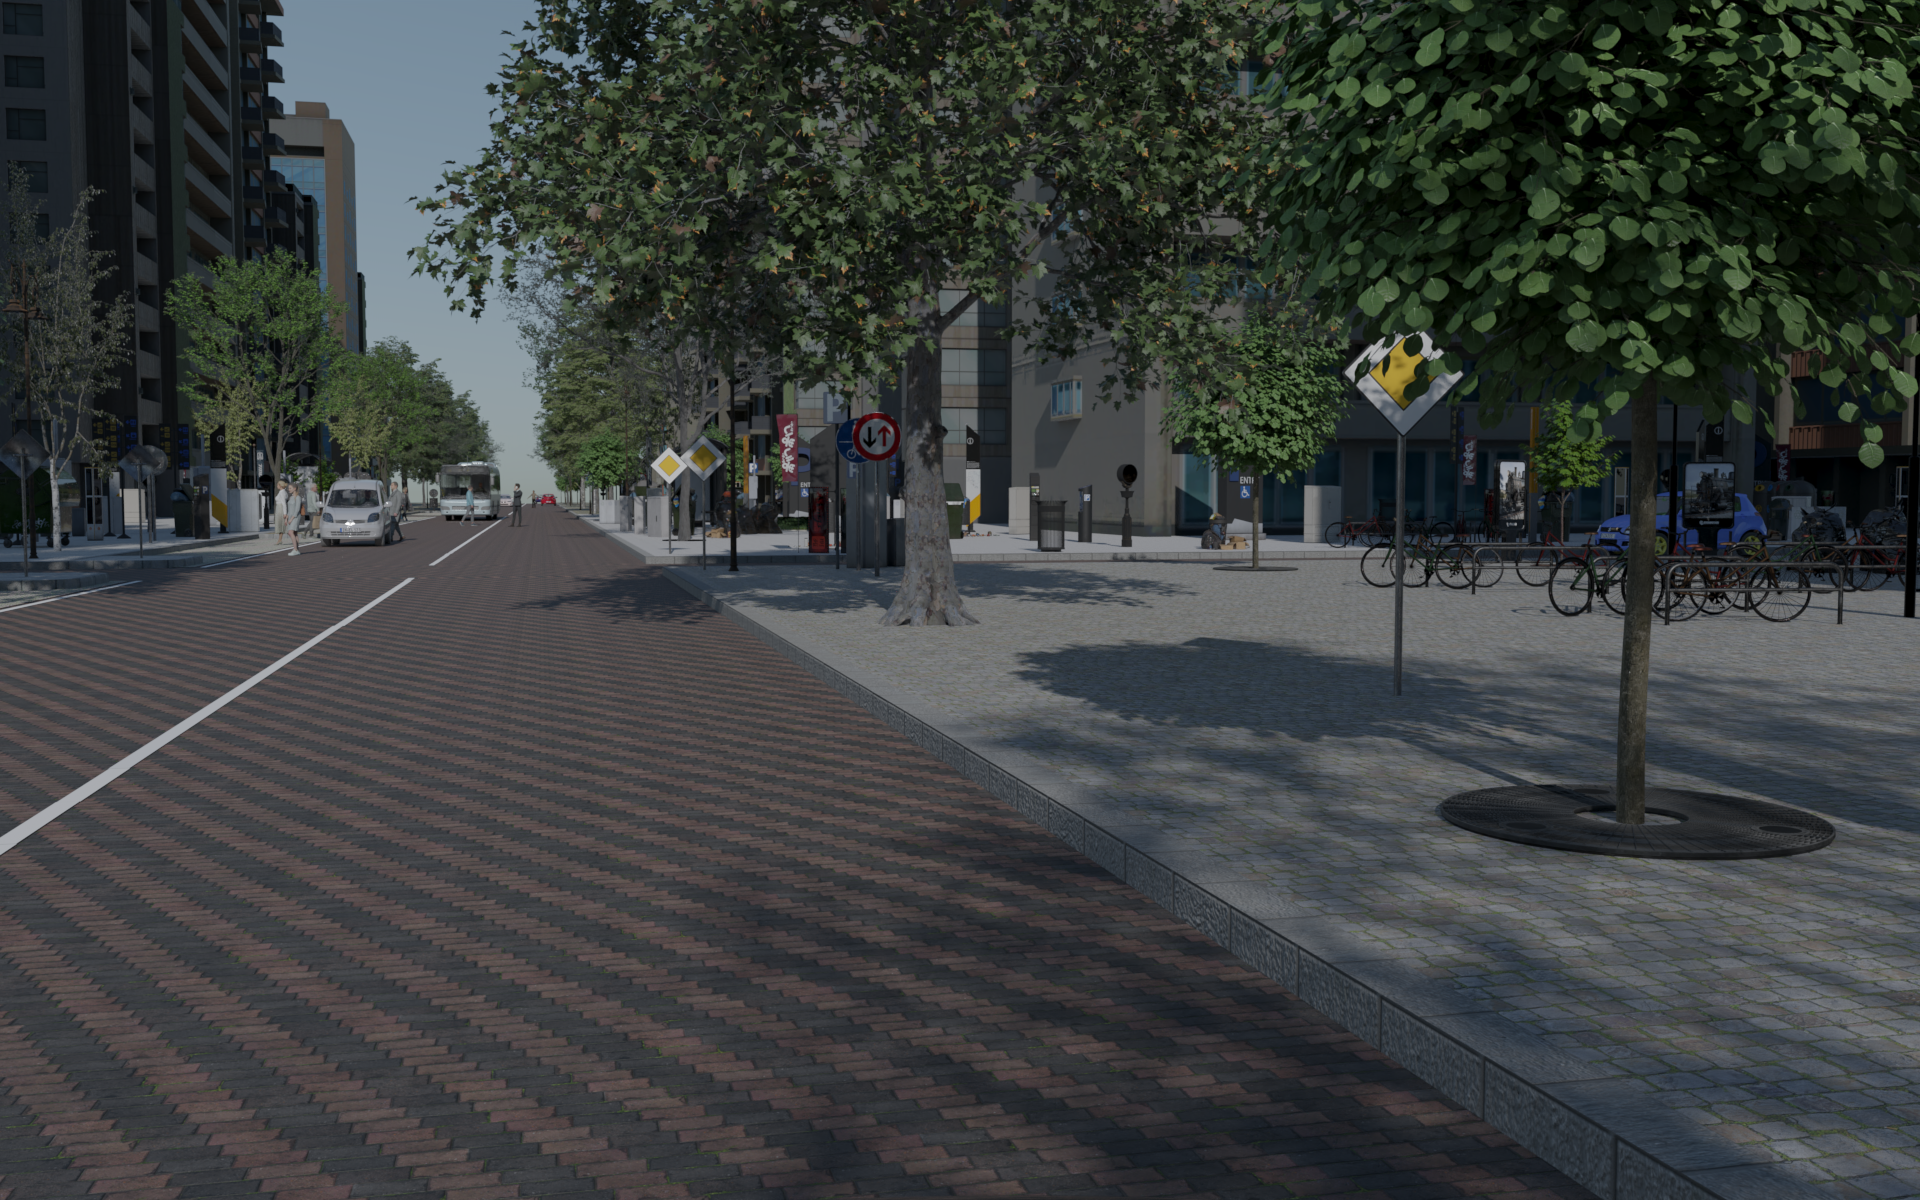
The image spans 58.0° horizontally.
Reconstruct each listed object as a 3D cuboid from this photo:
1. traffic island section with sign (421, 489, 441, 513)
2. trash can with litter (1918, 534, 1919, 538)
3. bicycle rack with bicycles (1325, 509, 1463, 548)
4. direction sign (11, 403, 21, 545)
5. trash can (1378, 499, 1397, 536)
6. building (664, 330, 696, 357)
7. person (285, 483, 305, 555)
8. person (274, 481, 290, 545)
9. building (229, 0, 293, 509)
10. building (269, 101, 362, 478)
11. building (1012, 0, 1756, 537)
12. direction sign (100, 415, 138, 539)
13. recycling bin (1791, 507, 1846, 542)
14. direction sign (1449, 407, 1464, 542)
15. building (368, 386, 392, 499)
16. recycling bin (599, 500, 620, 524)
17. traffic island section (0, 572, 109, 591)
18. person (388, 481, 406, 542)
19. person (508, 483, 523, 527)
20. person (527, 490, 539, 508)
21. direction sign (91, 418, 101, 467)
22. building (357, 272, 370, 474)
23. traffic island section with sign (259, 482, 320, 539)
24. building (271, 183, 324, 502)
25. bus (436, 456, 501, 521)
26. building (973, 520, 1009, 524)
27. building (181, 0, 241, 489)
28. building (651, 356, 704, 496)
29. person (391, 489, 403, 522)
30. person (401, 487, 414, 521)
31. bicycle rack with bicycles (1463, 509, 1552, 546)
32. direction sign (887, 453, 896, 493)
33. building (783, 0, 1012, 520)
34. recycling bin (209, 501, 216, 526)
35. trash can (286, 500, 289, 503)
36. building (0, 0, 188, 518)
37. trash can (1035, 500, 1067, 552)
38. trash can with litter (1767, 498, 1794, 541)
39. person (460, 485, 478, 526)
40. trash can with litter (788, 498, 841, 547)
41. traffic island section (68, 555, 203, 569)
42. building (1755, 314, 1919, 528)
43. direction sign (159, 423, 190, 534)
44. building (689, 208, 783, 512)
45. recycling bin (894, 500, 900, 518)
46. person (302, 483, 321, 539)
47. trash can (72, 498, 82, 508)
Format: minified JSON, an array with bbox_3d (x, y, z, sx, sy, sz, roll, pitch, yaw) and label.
[{"bbox_3d":[-39.772,-7.491,131.105,1.989,1.847,2.006,-1,4,-14],"label":"traffic island section with sign"},{"bbox_3d":[27.944,-2.411,50.483,1.678,1.210,2.233,-3,5,-44],"label":"trash can with litter"},{"bbox_3d":[10.397,-1.726,41.607,2.925,0.926,2.852,1,4,20],"label":"bicycle rack with bicycles"},{"bbox_3d":[-23.599,-3.137,43.288,0.379,3.537,0.876,-2,4,-25],"label":"direction sign"},{"bbox_3d":[13.094,-2.518,52.817,0.748,1.137,0.748,0,3,0],"label":"trash can"},{"bbox_3d":[-31.593,-34.722,259.578,32.217,40.220,23.993,-1,4,-14],"label":"building"},{"bbox_3d":[-15.648,-1.909,40.718,0.512,1.701,0.522,3,5,44],"label":"person"},{"bbox_3d":[-18.789,-2.413,48.186,0.641,1.798,0.478,0,3,0],"label":"person"},{"bbox_3d":[-65.749,-29.481,136.639,22.147,44.769,28.867,-1,4,-14],"label":"building"},{"bbox_3d":[-77.834,-33.695,201.016,14.600,45.320,14.200,-1,4,-14],"label":"building"},{"bbox_3d":[13.204,-26.870,63.033,21.600,48.544,21.300,-1,4,-14],"label":"building"},{"bbox_3d":[-24.090,-3.535,49.797,0.876,3.537,0.379,-3,5,-41],"label":"direction sign"},{"bbox_3d":[17.014,-1.332,34.338,0.722,1.027,0.722,-2,4,-26],"label":"recycling bin"},{"bbox_3d":[12.863,-3.235,44.883,0.379,3.537,0.876,3,4,37],"label":"direction sign"},{"bbox_3d":[-92.968,-23.848,234.948,27.650,21.520,28.899,-1,4,-14],"label":"building"},{"bbox_3d":[-15.042,-3.790,74.526,0.722,1.027,0.722,1,4,16],"label":"recycling bin"},{"bbox_3d":[-14.505,-0.280,26.865,2.009,0.180,2.903,-1,4,-14],"label":"traffic island section"},{"bbox_3d":[-17.122,-2.677,52.370,0.767,1.812,0.694,-3,4,-36],"label":"person"},{"bbox_3d":[-19.426,-4.154,75.778,0.648,1.900,0.474,3,4,38],"label":"person"},{"bbox_3d":[-43.529,-10.292,176.779,1.348,1.823,0.705,1,4,17],"label":"person"},{"bbox_3d":[-25.669,-3.681,52.181,0.379,3.537,0.876,3,4,37],"label":"direction sign"},{"bbox_3d":[-81.586,-27.119,215.098,14.160,30.474,14.107,-1,4,-14],"label":"building"},{"bbox_3d":[-21.688,-2.926,56.467,1.989,1.847,2.006,-1,4,-14],"label":"traffic island section with sign"},{"bbox_3d":[-66.787,-23.681,158.890,14.160,30.474,14.107,-1,4,-14],"label":"building"},{"bbox_3d":[-27.217,-6.218,96.523,2.948,3.499,13.247,-1,4,-12],"label":"bus"},{"bbox_3d":[4.216,-24.341,81.575,14.154,41.232,14.086,-1,4,-14],"label":"building"},{"bbox_3d":[-60.159,-29.856,111.847,21.300,48.544,21.600,-1,4,-14],"label":"building"},{"bbox_3d":[-27.488,-23.789,233.982,27.650,21.520,28.899,-1,4,-14],"label":"building"},{"bbox_3d":[-28.773,-4.860,88.301,0.623,1.781,0.721,2,4,24],"label":"person"},{"bbox_3d":[-28.951,-5.005,90.513,0.728,1.800,0.709,2,4,31],"label":"person"},{"bbox_3d":[13.386,-1.784,42.551,2.852,0.926,2.925,1,4,14],"label":"bicycle rack with bicycles"},{"bbox_3d":[-3.262,-5.251,77.856,0.876,3.537,0.379,2,4,25],"label":"direction sign"},{"bbox_3d":[-3.747,-25.611,102.333,14.154,41.232,14.086,-1,4,-14],"label":"building"},{"bbox_3d":[-30.564,-3.510,69.936,0.722,1.027,0.722,1,4,18],"label":"recycling bin"},{"bbox_3d":[-29.412,-3.952,76.261,0.748,1.137,0.748,0,3,0],"label":"trash can"},{"bbox_3d":[-49.314,-19.524,90.923,14.160,30.474,14.107,-1,4,-14],"label":"building"},{"bbox_3d":[2.018,-1.632,38.343,0.748,1.137,0.748,0,3,0],"label":"trash can"},{"bbox_3d":[22.374,-2.195,47.274,0.624,1.170,1.055,2,4,33],"label":"trash can with litter"},{"bbox_3d":[-22.175,-4.270,78.178,0.748,1.841,0.638,0,4,0],"label":"person"},{"bbox_3d":[-2.957,-1.911,42.302,2.233,1.210,1.678,1,4,14],"label":"trash can with litter"},{"bbox_3d":[-16.385,-0.755,34.627,2.009,0.180,2.903,-1,4,-14],"label":"traffic island section"},{"bbox_3d":[46.037,-25.329,68.753,28.867,44.769,22.147,-1,4,-14],"label":"building"},{"bbox_3d":[-25.199,-3.891,55.616,0.876,3.537,0.379,-2,4,-30],"label":"direction sign"},{"bbox_3d":[-14.075,-31.146,163.857,22.147,44.769,28.867,-1,4,-14],"label":"building"},{"bbox_3d":[-2.492,-3.840,75.342,0.722,1.027,0.722,0,4,5],"label":"recycling bin"},{"bbox_3d":[-20.437,-2.794,54.667,0.515,1.767,0.782,-3,5,-40],"label":"person"},{"bbox_3d":[-36.422,-3.636,71.103,0.748,1.137,0.748,0,3,0],"label":"trash can"}]
